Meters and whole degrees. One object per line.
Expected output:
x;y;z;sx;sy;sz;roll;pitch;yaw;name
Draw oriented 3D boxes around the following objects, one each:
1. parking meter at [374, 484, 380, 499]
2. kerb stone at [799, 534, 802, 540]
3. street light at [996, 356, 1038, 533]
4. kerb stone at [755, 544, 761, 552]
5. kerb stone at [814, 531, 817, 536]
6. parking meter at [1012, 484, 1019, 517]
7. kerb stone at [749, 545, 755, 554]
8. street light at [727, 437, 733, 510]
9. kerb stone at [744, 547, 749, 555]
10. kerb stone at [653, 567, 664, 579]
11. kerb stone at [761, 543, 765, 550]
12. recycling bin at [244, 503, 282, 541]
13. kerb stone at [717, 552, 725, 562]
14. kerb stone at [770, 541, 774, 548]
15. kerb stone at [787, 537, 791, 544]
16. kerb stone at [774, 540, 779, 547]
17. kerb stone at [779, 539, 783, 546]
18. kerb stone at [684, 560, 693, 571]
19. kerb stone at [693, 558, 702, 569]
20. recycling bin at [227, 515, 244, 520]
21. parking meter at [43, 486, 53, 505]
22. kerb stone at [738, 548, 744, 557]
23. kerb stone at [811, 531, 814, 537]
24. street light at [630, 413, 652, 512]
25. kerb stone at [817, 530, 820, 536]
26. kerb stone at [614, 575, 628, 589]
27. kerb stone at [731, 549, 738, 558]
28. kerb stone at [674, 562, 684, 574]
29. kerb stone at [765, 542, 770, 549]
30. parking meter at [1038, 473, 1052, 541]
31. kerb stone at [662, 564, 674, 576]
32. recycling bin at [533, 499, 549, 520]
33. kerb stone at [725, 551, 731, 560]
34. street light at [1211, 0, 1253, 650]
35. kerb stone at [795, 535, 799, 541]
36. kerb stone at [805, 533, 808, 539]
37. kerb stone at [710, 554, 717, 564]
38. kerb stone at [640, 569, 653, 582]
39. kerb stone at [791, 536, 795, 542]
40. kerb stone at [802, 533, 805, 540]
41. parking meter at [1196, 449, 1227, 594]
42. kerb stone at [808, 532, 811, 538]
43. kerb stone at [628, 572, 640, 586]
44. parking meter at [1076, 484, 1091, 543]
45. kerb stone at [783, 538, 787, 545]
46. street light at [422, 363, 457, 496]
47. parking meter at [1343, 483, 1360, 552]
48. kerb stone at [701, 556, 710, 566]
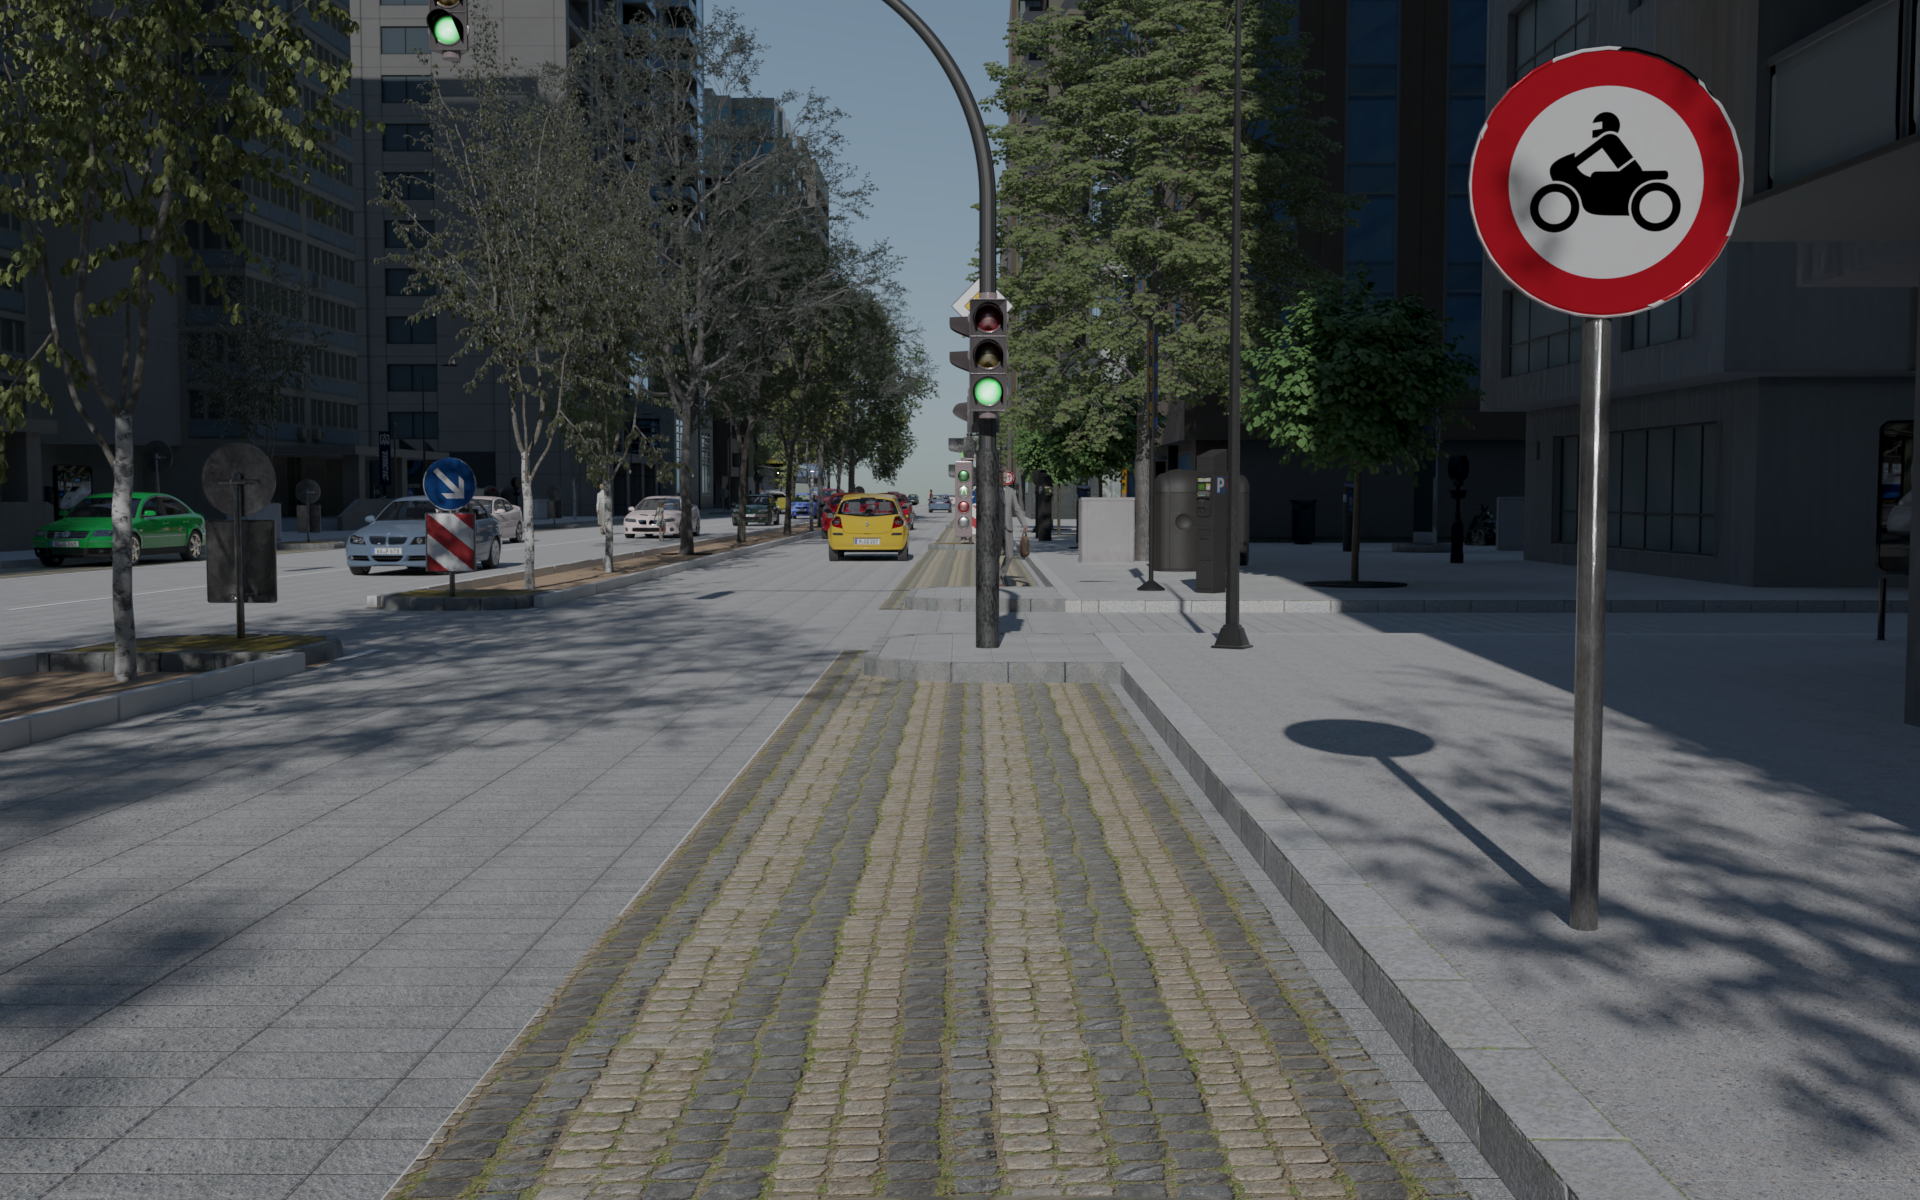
-32.801;-5.610;97.433;0.255;1.863;0.399;-2;4;-29;parking meter
-5.030;-1.882;53.005;0.120;0.150;1.000;0;4;0;kerb stone
2.020;-5.200;57.557;1.470;5.913;1.316;0;4;0;street light
-5.108;-1.255;42.748;0.120;0.150;1.000;0;4;0;kerb stone
-4.985;-2.198;58.136;0.120;0.150;1.000;0;4;0;kerb stone
3.081;-5.524;96.035;0.255;1.863;0.399;2;4;25;parking meter
-5.122;-1.188;41.723;0.120;0.150;1.000;0;4;0;kerb stone
-17.909;-10.120;138.005;1.470;5.913;1.316;0;4;0;street light
-5.136;-1.131;40.701;0.120;0.150;1.000;0;4;0;kerb stone
-5.224;-0.438;29.416;0.120;0.150;1.000;0;4;0;kerb stone
-5.105;-1.320;43.772;0.120;0.150;1.000;0;4;0;kerb stone
-19.144;-2.148;47.674;0.722;1.027;0.722;-3;4;-36;recycling bin
-5.160;-0.877;36.590;0.120;0.150;1.000;0;4;0;kerb stone
-5.094;-1.445;45.824;0.120;0.150;1.000;0;4;0;kerb stone
-5.054;-1.696;49.930;0.120;0.150;1.000;0;4;0;kerb stone
-5.076;-1.508;46.850;0.120;0.150;1.000;0;4;0;kerb stone
-5.071;-1.571;47.876;0.120;0.150;1.000;0;4;0;kerb stone
-5.196;-0.629;32.487;0.120;0.150;1.000;0;4;0;kerb stone
-5.188;-0.687;33.510;0.120;0.150;1.000;0;4;0;kerb stone
-22.647;-2.576;54.679;0.722;1.027;0.722;0;3;0;recycling bin
-28.518;-2.805;54.276;0.372;1.533;0.369;0;3;0;parking meter
-5.138;-1.068;39.671;0.120;0.150;1.000;0;4;0;kerb stone
-4.996;-2.135;57.107;0.120;0.150;1.000;0;4;0;kerb stone
-18.261;-7.735;99.010;1.470;5.913;1.316;0;4;0;street light
-4.976;-2.261;59.158;0.120;0.150;1.000;0;4;0;kerb stone
-5.253;-0.254;26.350;0.120;0.150;1.000;0;4;0;kerb stone
-5.143;-1.006;38.647;0.120;0.150;1.000;0;4;0;kerb stone
-5.204;-0.567;31.464;0.120;0.150;1.000;0;4;0;kerb stone
-5.098;-1.382;44.794;0.120;0.150;1.000;0;4;0;kerb stone
2.321;-2.544;47.301;0.255;1.863;0.399;-2;4;-23;parking meter
-5.213;-0.504;30.437;0.120;0.150;1.000;0;4;0;kerb stone
-21.250;-4.588;87.567;0.722;1.027;0.722;3;4;36;recycling bin
-5.153;-0.941;37.617;0.120;0.150;1.000;0;4;0;kerb stone
1.731;-2.554;14.292;1.470;5.913;1.316;0;4;0;street light
-5.033;-1.822;51.983;0.120;0.150;1.000;0;4;0;kerb stone
-5.011;-2.010;55.056;0.120;0.150;1.000;0;4;0;kerb stone
-5.172;-0.817;35.561;0.120;0.150;1.000;0;4;0;kerb stone
-5.236;-0.379;28.394;0.120;0.150;1.000;0;4;0;kerb stone
-5.049;-1.756;50.954;0.120;0.150;1.000;0;4;0;kerb stone
-5.009;-1.942;54.034;0.120;0.150;1.000;0;4;0;kerb stone
3.255;-1.023;22.440;0.255;1.863;0.399;3;5;41;parking meter
-5.004;-2.073;56.081;0.120;0.150;1.000;0;4;0;kerb stone
-5.247;-0.315;27.372;0.120;0.150;1.000;0;4;0;kerb stone
3.224;-2.254;45.271;0.372;1.533;0.369;0;3;0;parking meter
-5.059;-1.628;48.909;0.120;0.150;1.000;0;4;0;kerb stone
-18.542;-5.450;61.656;1.470;5.913;1.316;0;4;0;street light
8.741;-1.850;38.655;0.372;1.533;0.369;0;3;0;parking meter
-5.177;-0.754;34.540;0.120;0.150;1.000;0;4;0;kerb stone
